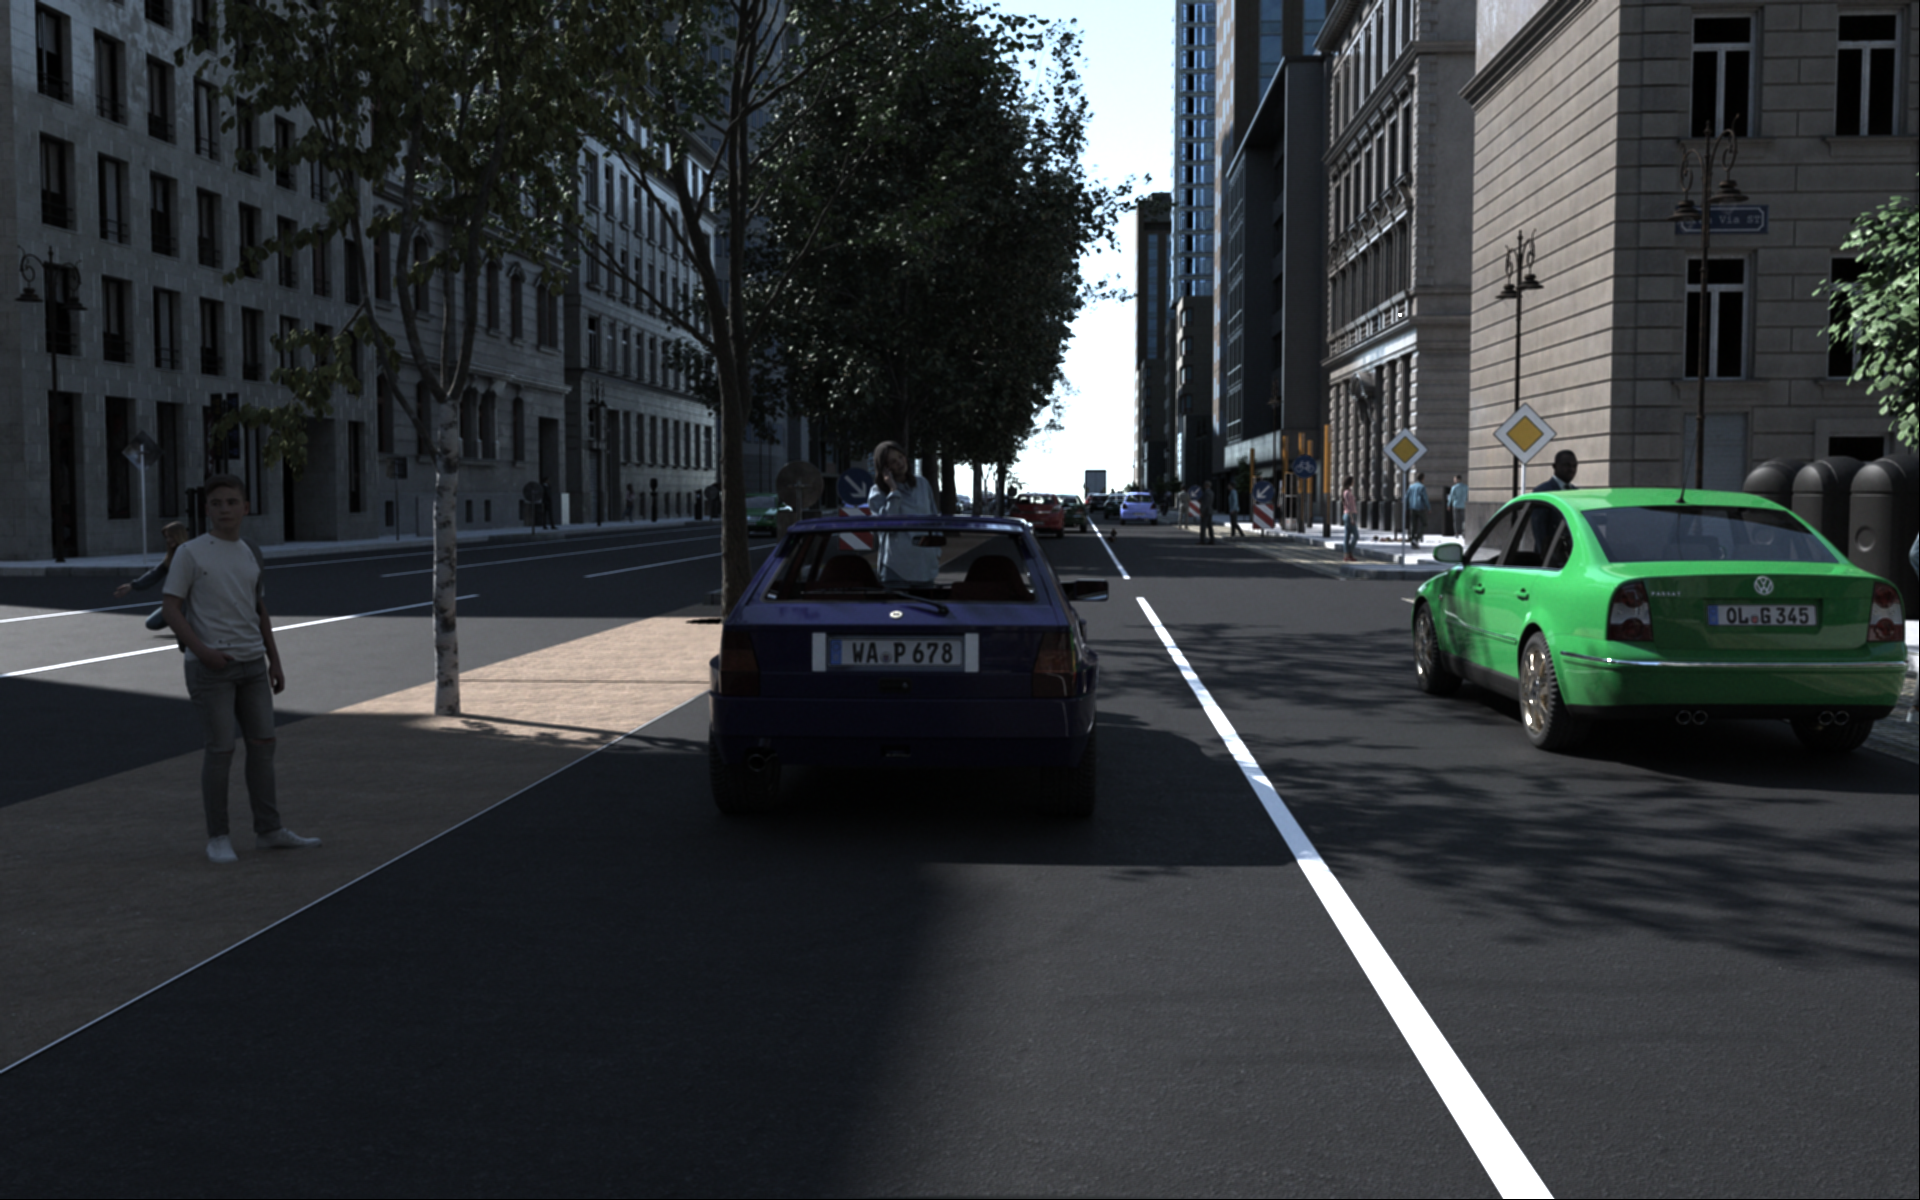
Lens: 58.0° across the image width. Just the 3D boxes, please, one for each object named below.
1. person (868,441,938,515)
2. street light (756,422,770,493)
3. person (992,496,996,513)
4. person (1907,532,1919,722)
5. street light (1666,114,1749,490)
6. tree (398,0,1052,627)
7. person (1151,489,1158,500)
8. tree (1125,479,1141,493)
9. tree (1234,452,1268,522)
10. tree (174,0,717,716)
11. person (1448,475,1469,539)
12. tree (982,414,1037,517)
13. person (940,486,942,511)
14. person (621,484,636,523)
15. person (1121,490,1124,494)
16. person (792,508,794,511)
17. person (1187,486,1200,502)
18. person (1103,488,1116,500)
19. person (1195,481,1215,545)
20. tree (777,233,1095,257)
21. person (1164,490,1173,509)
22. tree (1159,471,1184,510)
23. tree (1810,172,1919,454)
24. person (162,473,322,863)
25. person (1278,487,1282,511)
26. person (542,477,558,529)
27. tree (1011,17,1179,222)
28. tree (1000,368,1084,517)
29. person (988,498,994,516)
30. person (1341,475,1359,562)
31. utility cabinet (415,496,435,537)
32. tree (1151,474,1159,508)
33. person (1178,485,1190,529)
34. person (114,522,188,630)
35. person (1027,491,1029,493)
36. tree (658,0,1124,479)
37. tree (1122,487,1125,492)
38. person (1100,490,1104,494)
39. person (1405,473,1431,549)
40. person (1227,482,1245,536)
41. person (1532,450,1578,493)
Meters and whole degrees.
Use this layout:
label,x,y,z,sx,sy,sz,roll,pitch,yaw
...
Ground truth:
label,x,y,z,sx,sy,sz,roll,pitch,yaw
person,-0.376,-0.198,12.002,0.793,1.790,0.793,1,4,17
street light,-12.187,-8.137,105.827,0.468,5.910,1.993,0,4,4
person,2.809,-7.534,132.415,0.721,1.736,1.217,-3,5,-39
person,6.115,-0.018,10.607,0.330,1.601,0.589,-1,4,-12
street light,9.260,-2.986,21.611,0.468,5.910,1.993,0,4,4
tree,-2.541,-5.543,18.845,9.928,11.665,9.643,0,3,0
person,19.081,-10.154,172.048,1.348,1.826,0.705,0,4,6
tree,22.516,-13.967,222.961,1.663,3.219,1.824,0,3,0
tree,12.961,-5.173,79.172,1.663,3.219,1.824,0,3,0
tree,-3.338,-3.569,11.174,4.737,8.622,4.395,0,3,0
person,14.371,-2.689,49.873,0.638,1.841,0.748,1,4,13
tree,1.787,-7.985,83.382,4.360,8.622,3.978,0,3,0
person,-0.567,-3.208,61.127,0.419,1.800,0.721,0,4,4
person,-14.844,-4.332,77.455,0.643,1.750,0.593,0,4,4
person,13.083,-8.002,140.016,1.217,1.739,0.721,2,4,29
person,-11.405,-6.777,116.865,1.348,1.823,0.705,-3,5,-44
person,15.860,-6.927,119.241,1.348,1.831,0.705,0,4,-5
person,9.910,-6.368,112.632,1.348,1.823,0.705,0,4,-5
person,6.909,-2.466,48.989,0.590,1.801,0.661,2,4,26
tree,-0.761,-8.449,47.255,9.857,13.997,8.962,0,3,0
person,18.457,-8.934,153.044,0.756,1.711,0.436,3,4,37
tree,17.281,-8.898,140.086,1.663,3.219,1.824,0,3,0
tree,8.701,-1.864,14.190,4.285,4.588,4.351,0,3,0
person,-2.837,0.263,6.794,0.523,1.515,0.503,0,4,-1
person,11.708,-3.425,62.168,0.709,1.813,0.853,2,4,32
person,-14.983,-3.525,63.045,0.648,1.900,0.474,3,5,41
tree,1.864,-12.837,68.230,12.611,20.169,13.585,0,3,0
tree,2.128,-9.328,89.382,8.767,10.594,7.601,0,4,4
person,1.752,-5.339,100.802,0.505,1.210,0.382,2,4,24
person,8.209,-1.708,36.437,0.388,1.821,0.555,0,4,-5
utility cabinet,-15.882,-2.516,52.299,1.020,1.237,0.306,-2,4,-29
tree,18.347,-10.104,159.804,1.663,3.219,1.824,0,3,0
person,9.212,-3.823,71.186,0.511,1.800,0.466,0,4,5
person,-7.869,-0.212,17.469,1.012,1.151,0.738,2,4,24
person,6.678,-9.813,169.615,0.621,1.740,0.551,1,4,20
tree,-1.308,-7.219,37.493,9.611,12.733,9.660,0,3,0
tree,23.809,-15.349,245.561,1.663,3.219,1.824,0,3,0
person,13.292,-9.415,162.569,1.348,1.807,0.705,1,4,23
person,10.661,-2.081,40.405,0.444,1.785,0.601,-2,4,-33
person,8.633,-2.797,54.257,0.620,1.820,0.660,0,4,0
person,5.036,-0.360,14.572,0.721,1.800,0.419,-3,5,-39
